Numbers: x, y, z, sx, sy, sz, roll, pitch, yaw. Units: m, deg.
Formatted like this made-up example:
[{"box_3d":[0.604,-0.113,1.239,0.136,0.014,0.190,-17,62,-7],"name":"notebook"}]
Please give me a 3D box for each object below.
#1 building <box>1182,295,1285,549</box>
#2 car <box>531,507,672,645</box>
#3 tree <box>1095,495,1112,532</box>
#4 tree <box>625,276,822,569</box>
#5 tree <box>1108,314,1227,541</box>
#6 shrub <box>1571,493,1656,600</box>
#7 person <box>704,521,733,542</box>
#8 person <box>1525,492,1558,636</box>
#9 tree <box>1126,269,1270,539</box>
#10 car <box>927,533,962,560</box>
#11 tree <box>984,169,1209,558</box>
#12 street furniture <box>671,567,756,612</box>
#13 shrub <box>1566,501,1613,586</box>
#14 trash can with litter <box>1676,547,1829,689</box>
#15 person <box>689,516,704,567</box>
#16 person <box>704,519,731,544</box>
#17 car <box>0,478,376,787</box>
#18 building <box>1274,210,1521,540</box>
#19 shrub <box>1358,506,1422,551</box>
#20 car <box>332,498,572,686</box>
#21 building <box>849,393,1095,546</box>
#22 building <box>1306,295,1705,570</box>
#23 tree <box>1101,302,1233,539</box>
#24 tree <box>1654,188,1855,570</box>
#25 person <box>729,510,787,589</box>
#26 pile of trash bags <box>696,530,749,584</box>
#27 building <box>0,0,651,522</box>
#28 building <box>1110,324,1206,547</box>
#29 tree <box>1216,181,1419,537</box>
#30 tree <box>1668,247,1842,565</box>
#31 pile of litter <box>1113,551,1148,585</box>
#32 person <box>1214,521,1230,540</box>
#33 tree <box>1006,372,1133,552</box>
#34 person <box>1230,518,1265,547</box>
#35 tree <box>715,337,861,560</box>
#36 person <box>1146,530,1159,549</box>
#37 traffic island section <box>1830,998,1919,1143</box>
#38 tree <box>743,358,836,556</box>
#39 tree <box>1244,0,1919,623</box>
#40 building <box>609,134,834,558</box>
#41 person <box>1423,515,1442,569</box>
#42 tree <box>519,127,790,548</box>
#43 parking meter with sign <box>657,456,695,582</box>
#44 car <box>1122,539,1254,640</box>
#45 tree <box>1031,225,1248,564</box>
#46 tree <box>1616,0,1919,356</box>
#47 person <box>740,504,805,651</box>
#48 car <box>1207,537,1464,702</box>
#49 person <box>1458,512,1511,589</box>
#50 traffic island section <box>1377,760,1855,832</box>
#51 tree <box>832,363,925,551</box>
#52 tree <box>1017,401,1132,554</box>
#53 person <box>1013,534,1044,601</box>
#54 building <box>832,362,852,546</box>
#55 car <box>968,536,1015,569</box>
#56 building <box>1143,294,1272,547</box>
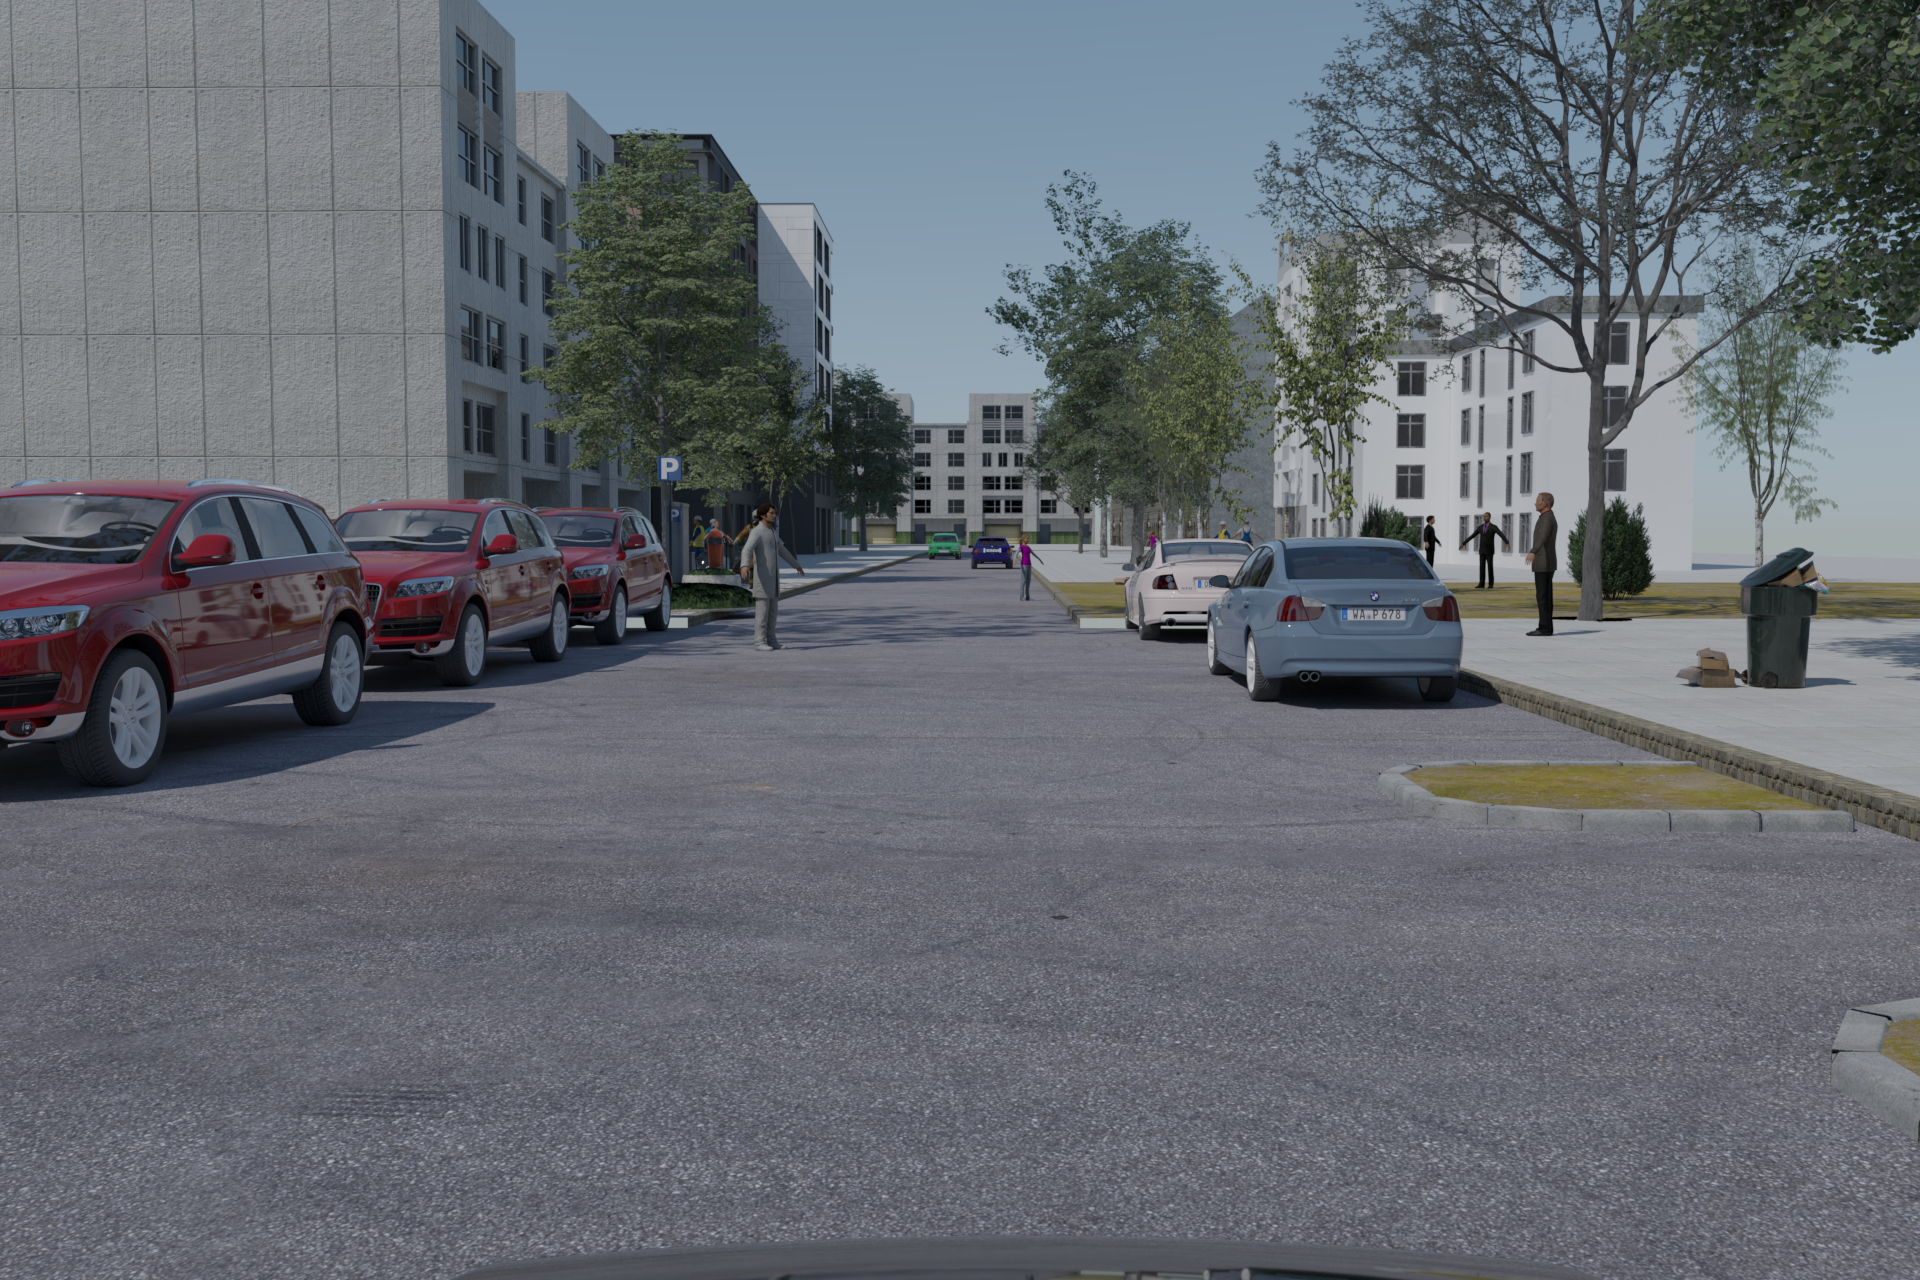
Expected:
[{"box_3d":[29.454,-19.403,148.174,19.493,23.208,18.063,0,4,1],"name":"building"},{"box_3d":[-5.366,-0.945,24.121,2.281,1.827,5.304,0,4,1],"name":"car"},{"box_3d":[19.662,-16.419,218.804,4.360,8.622,3.978,0,3,0],"name":"tree"},{"box_3d":[-8.594,-7.845,62.673,7.601,10.594,8.767,-1,4,-9],"name":"tree"},{"box_3d":[6.747,-6.647,59.043,4.360,8.622,3.978,0,3,0],"name":"tree"},{"box_3d":[12.745,-1.817,33.752,1.661,2.075,1.752,0,3,0],"name":"shrub"},{"box_3d":[-8.115,-3.135,58.064,1.217,1.733,0.721,-2,4,-32],"name":"person"},{"box_3d":[7.334,-0.957,21.827,0.705,1.807,1.348,2,4,26],"name":"person"},{"box_3d":[6.679,-5.970,47.978,4.737,8.622,4.395,0,3,0],"name":"tree"},{"box_3d":[-0.840,-5.458,98.038,1.959,1.807,4.718,0,4,2],"name":"car"},{"box_3d":[6.424,-14.494,92.864,12.611,20.169,13.585,0,3,0],"name":"tree"},{"box_3d":[-8.454,-0.915,30.582,10.072,0.657,5.734,0,4,-2],"name":"street furniture"},{"box_3d":[15.239,-2.273,41.210,1.661,2.075,1.752,0,3,0],"name":"shrub"},{"box_3d":[6.613,-0.188,14.466,1.055,1.170,0.624,0,4,1],"name":"trash can with litter"},{"box_3d":[-7.893,-2.817,52.026,0.705,1.833,1.349,0,4,4],"name":"person"},{"box_3d":[-8.672,-3.362,61.092,1.347,1.817,0.704,-3,5,-42],"name":"person"},{"box_3d":[-5.652,-0.175,11.528,2.281,1.827,5.304,0,4,2],"name":"car"},{"box_3d":[24.913,-15.388,108.007,16.016,20.090,11.380,0,4,1],"name":"building"},{"box_3d":[11.307,-2.541,45.594,1.661,2.075,1.752,0,3,0],"name":"shrub"},{"box_3d":[-5.531,-0.570,17.995,2.281,1.827,5.304,0,4,2],"name":"car"},{"box_3d":[1.152,-21.735,224.287,31.486,18.905,16.747,0,4,0],"name":"building"},{"box_3d":[21.923,-8.134,75.135,9.099,9.664,28.070,0,4,1],"name":"building"},{"box_3d":[7.161,-6.365,54.423,4.360,8.622,3.978,0,3,0],"name":"tree"},{"box_3d":[17.186,-5.293,36.900,4.360,8.622,3.978,0,3,0],"name":"tree"},{"box_3d":[-4.688,-2.101,40.113,1.354,1.858,0.705,-1,4,-13],"name":"person"},{"box_3d":[-6.017,-2.130,44.575,1.912,1.369,3.447,0,4,2],"name":"pile of trash bags"},{"box_3d":[-24.047,-12.434,69.747,16.747,18.905,31.486,0,4,1],"name":"building"},{"box_3d":[26.071,-21.699,185.707,19.493,23.208,18.063,0,4,1],"name":"building"},{"box_3d":[7.491,-5.193,35.270,4.737,8.622,4.395,0,3,0],"name":"tree"},{"box_3d":[20.616,-5.737,44.168,4.360,8.622,3.978,0,3,0],"name":"tree"},{"box_3d":[4.444,-1.821,43.740,1.176,0.858,1.719,0,4,0],"name":"pile of litter"},{"box_3d":[9.837,-3.599,65.308,0.721,1.772,1.216,-2,4,-26],"name":"person"},{"box_3d":[8.504,-13.041,123.591,12.009,13.543,11.850,0,3,0],"name":"tree"},{"box_3d":[9.932,-3.314,60.037,1.347,1.847,0.705,1,4,9],"name":"person"},{"box_3d":[-8.128,-9.010,81.720,7.601,10.594,8.767,2,4,28],"name":"tree"},{"box_3d":[7.113,-3.306,63.323,0.599,1.433,0.991,-3,4,-36],"name":"person"},{"box_3d":[3.249,1.148,4.098,1.991,0.108,1.994,0,4,1],"name":"traffic island section"},{"box_3d":[-7.612,-7.516,73.245,4.737,8.622,4.395,0,3,0],"name":"tree"},{"box_3d":[9.506,-7.030,25.311,12.009,13.543,11.850,0,3,0],"name":"tree"},{"box_3d":[-22.981,-15.977,105.193,27.936,21.610,32.646,0,4,1],"name":"building"},{"box_3d":[13.151,-2.578,48.332,0.705,1.806,1.347,2,4,32],"name":"person"},{"box_3d":[-8.702,-8.030,49.424,7.486,12.596,7.792,0,3,0],"name":"tree"},{"box_3d":[-6.470,-2.661,39.766,0.543,3.016,1.738,0,4,3],"name":"parking meter with sign"},{"box_3d":[3.384,-0.754,24.690,2.083,1.381,4.827,0,4,2],"name":"car"},{"box_3d":[7.620,-10.181,73.118,9.857,13.997,8.962,0,3,0],"name":"tree"},{"box_3d":[9.402,-6.499,12.911,9.857,13.997,8.962,0,3,0],"name":"tree"},{"box_3d":[-2.359,-0.778,21.360,0.705,1.806,1.347,2,4,26],"name":"person"},{"box_3d":[3.382,-0.252,16.119,2.014,1.417,4.499,0,4,1],"name":"car"},{"box_3d":[12.389,-2.114,40.792,0.704,1.802,1.346,-3,5,-42],"name":"person"},{"box_3d":[3.330,0.828,9.336,1.991,0.108,1.994,0,4,2],"name":"traffic island section"},{"box_3d":[-7.133,-13.573,128.577,9.857,13.997,8.962,0,3,0],"name":"tree"},{"box_3d":[7.855,-10.903,112.680,8.767,10.594,7.601,0,4,3],"name":"tree"},{"box_3d":[1.452,-1.547,37.009,0.599,1.433,0.991,3,5,41],"name":"person"},{"box_3d":[-21.292,-19.602,186.954,16.747,18.905,31.486,0,4,1],"name":"building"},{"box_3d":[1.314,-3.634,72.002,1.945,1.354,3.894,0,4,0],"name":"car"},{"box_3d":[27.901,-20.554,166.989,19.493,23.208,18.063,0,4,1],"name":"building"}]
